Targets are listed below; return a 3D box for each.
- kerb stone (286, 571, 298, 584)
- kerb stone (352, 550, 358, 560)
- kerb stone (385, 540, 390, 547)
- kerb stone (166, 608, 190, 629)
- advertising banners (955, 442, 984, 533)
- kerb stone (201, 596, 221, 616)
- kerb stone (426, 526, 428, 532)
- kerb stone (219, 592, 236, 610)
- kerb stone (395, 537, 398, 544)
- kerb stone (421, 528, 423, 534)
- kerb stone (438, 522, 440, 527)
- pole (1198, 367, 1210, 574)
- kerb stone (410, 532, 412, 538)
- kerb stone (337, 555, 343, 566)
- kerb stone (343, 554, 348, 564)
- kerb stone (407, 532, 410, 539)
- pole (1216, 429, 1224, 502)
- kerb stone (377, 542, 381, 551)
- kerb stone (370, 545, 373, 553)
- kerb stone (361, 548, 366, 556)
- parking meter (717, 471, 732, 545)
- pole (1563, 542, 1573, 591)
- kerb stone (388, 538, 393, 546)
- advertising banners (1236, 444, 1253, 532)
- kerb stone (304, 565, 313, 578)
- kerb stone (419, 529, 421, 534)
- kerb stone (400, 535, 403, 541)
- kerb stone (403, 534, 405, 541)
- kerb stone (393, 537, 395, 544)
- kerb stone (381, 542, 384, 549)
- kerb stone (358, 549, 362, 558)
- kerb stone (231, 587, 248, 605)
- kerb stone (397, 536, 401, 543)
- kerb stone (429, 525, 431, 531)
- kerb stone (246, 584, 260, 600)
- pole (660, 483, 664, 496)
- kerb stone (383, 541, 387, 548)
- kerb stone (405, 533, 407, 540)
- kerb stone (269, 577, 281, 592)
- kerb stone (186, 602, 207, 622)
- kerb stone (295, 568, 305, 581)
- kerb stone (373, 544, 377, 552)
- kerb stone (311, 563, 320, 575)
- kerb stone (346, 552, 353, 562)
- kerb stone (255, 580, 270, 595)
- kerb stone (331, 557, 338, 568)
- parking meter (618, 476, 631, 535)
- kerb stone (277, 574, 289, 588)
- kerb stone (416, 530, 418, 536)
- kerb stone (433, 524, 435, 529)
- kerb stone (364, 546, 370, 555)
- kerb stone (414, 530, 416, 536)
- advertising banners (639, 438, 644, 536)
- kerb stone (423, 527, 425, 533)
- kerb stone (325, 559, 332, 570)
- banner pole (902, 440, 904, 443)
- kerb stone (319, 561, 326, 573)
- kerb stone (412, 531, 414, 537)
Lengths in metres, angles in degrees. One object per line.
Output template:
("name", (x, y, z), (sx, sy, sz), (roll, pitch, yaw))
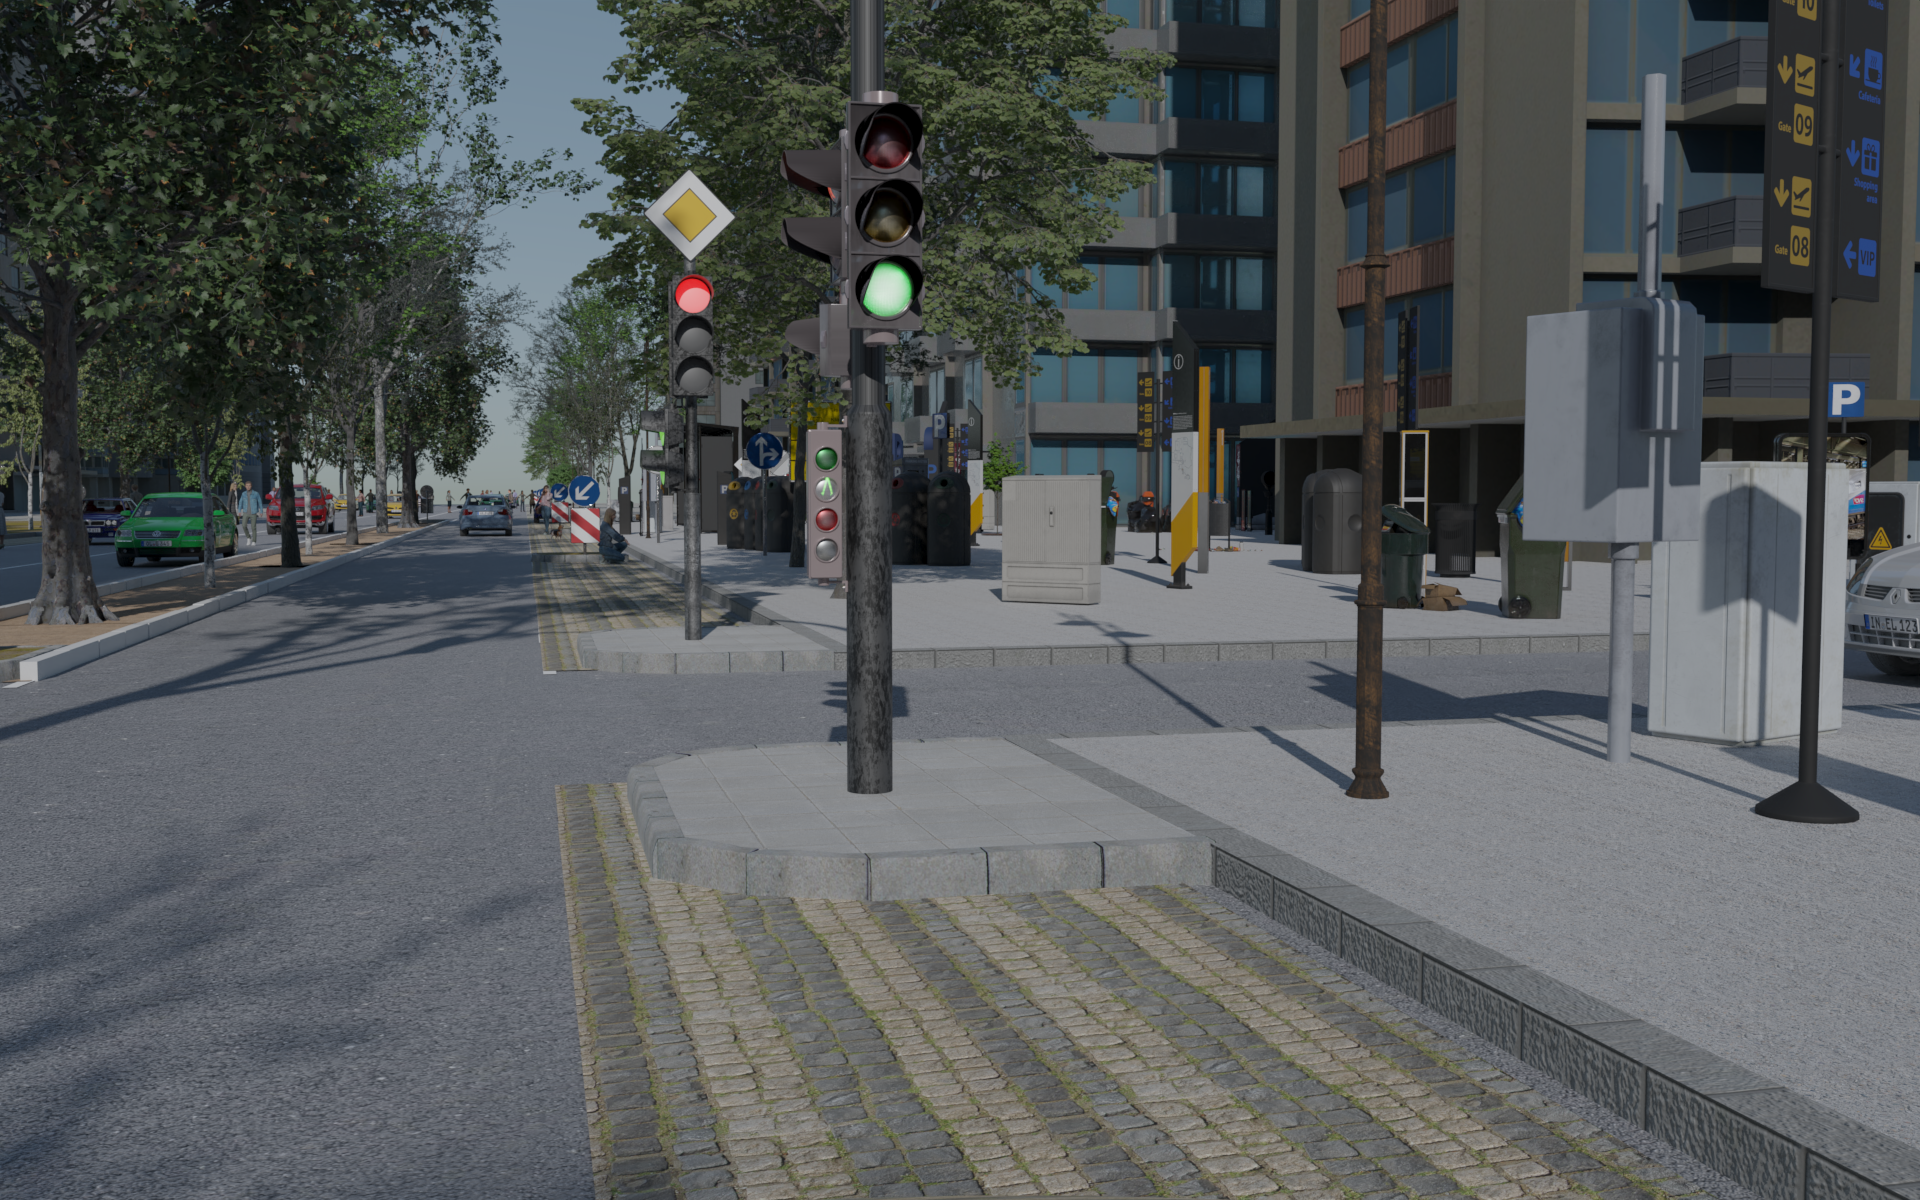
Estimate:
("kerb stone", (-10.742, -0.333, 27.645), (0.120, 0.150, 1.000), (-1, 4, -14))
("kerb stone", (-13.238, -0.940, 37.576), (0.120, 0.150, 1.000), (-1, 4, -14))
("kerb stone", (-15.495, -1.482, 46.524), (0.120, 0.150, 1.000), (-1, 4, -14))
("kerb stone", (-8.495, 0.217, 18.688), (0.120, 0.150, 1.000), (-1, 4, -14))
("advertising banners", (0.274, -3.775, 57.914), (0.090, 3.025, 2.074), (-2, 4, -27))
("kerb stone", (-8.999, 0.093, 20.676), (0.120, 0.150, 1.000), (-1, 4, -14))
("kerb stone", (-19.989, -2.580, 64.423), (0.120, 0.150, 1.000), (-1, 4, -14))
("kerb stone", (-9.242, 0.032, 21.669), (0.120, 0.150, 1.000), (-1, 4, -14))
("kerb stone", (-16.235, -1.670, 49.505), (0.120, 0.150, 1.000), (-1, 4, -14))
("kerb stone", (-19.237, -2.400, 61.442), (0.120, 0.150, 1.000), (-1, 4, -14))
("kerb stone", (-22.239, -3.130, 73.377), (0.120, 0.150, 1.000), (-1, 4, -14))
("pole", (3.928, -2.082, 27.880), (0.158, 3.312, 0.155), (0, 3, 0))
("kerb stone", (-17.730, -2.034, 55.458), (0.120, 0.150, 1.000), (-1, 4, -14))
("kerb stone", (-12.487, -0.758, 34.595), (0.120, 0.150, 1.000), (-1, 4, -14))
("kerb stone", (-12.743, -0.819, 35.589), (0.120, 0.150, 1.000), (-1, 4, -14))
("kerb stone", (-17.484, -1.974, 54.466), (0.120, 0.150, 1.000), (-1, 4, -14))
("pole", (8.107, -3.678, 53.979), (0.158, 3.312, 0.155), (0, 3, 0))
("kerb stone", (-14.739, -1.306, 43.553), (0.120, 0.150, 1.000), (-1, 4, -14))
("kerb stone", (-14.246, -1.183, 41.565), (0.120, 0.150, 1.000), (-1, 4, -14))
("kerb stone", (-13.747, -1.061, 39.572), (0.120, 0.150, 1.000), (-1, 4, -14))
("parking meter", (-5.920, -2.321, 43.661), (0.399, 1.863, 0.255), (-1, 4, -11))
("pole", (8.049, -1.781, 22.960), (0.158, 3.312, 0.155), (0, 3, 0))
("kerb stone", (-15.734, -1.549, 47.518), (0.120, 0.150, 1.000), (-1, 4, -14))
("advertising banners", (9.805, -3.890, 59.792), (0.090, 3.025, 2.074), (0, 4, -6))
("kerb stone", (-11.239, -0.451, 29.629), (0.120, 0.150, 1.000), (-1, 4, -14))
("kerb stone", (-18.982, -2.338, 60.429), (0.120, 0.150, 1.000), (-1, 4, -14))
("kerb stone", (-16.736, -1.792, 51.488), (0.120, 0.150, 1.000), (-1, 4, -14))
("kerb stone", (-16.986, -1.852, 52.479), (0.120, 0.150, 1.000), (-1, 4, -14))
("kerb stone", (-15.992, -1.610, 48.512), (0.120, 0.150, 1.000), (-1, 4, -14))
("kerb stone", (-14.984, -1.362, 44.545), (0.120, 0.150, 1.000), (-1, 4, -14))
("kerb stone", (-13.496, -0.999, 38.576), (0.120, 0.150, 1.000), (-1, 4, -14))
("kerb stone", (-9.495, -0.028, 22.659), (0.120, 0.150, 1.000), (-1, 4, -14))
("kerb stone", (-16.481, -1.727, 50.497), (0.120, 0.150, 1.000), (-1, 4, -14))
("kerb stone", (-20.486, -2.705, 66.421), (0.120, 0.150, 1.000), (-1, 4, -14))
("kerb stone", (-9.733, -0.089, 23.653), (0.120, 0.150, 1.000), (-1, 4, -14))
("pole", (-14.910, -5.681, 86.723), (0.158, 3.312, 0.155), (0, 3, 0))
("kerb stone", (-15.242, -1.419, 45.534), (0.120, 0.150, 1.000), (-1, 4, -14))
("kerb stone", (-17.240, -1.911, 53.474), (0.120, 0.150, 1.000), (-1, 4, -14))
("kerb stone", (-10.233, -0.210, 25.651), (0.120, 0.150, 1.000), (-1, 4, -14))
("kerb stone", (-8.738, 0.163, 19.681), (0.120, 0.150, 1.000), (-1, 4, -14))
("kerb stone", (-10.994, -0.394, 28.637), (0.120, 0.150, 1.000), (-1, 4, -14))
("kerb stone", (-14.492, -1.246, 42.561), (0.120, 0.150, 1.000), (-1, 4, -14))
("kerb stone", (-11.485, -0.515, 30.621), (0.120, 0.150, 1.000), (-1, 4, -14))
("kerb stone", (-12.986, -0.880, 36.585), (0.120, 0.150, 1.000), (-1, 4, -14))
("kerb stone", (-9.995, -0.151, 24.657), (0.120, 0.150, 1.000), (-1, 4, -14))
("kerb stone", (-12.236, -0.698, 33.604), (0.120, 0.150, 1.000), (-1, 4, -14))
("parking meter", (-10.601, -2.997, 54.713), (0.399, 1.863, 0.255), (0, 4, -6))
("kerb stone", (-10.490, -0.270, 26.650), (0.120, 0.150, 1.000), (-1, 4, -14))
("kerb stone", (-18.484, -2.216, 58.444), (0.120, 0.150, 1.000), (-1, 4, -14))
("kerb stone", (-21.235, -2.887, 69.398), (0.120, 0.150, 1.000), (-1, 4, -14))
("kerb stone", (-13.994, -1.121, 40.564), (0.120, 0.150, 1.000), (-1, 4, -14))
("kerb stone", (-18.233, -2.156, 57.443), (0.120, 0.150, 1.000), (-1, 4, -14))
("advertising banners", (-9.815, -3.497, 53.370), (0.090, 3.025, 2.074), (0, 4, -8))
("kerb stone", (-19.483, -2.461, 62.439), (0.120, 0.150, 1.000), (-1, 4, -14))
("kerb stone", (-11.985, -0.637, 32.610), (0.120, 0.150, 1.000), (-1, 4, -14))
("banner pole", (-2.709, -4.945, 70.870), (0.863, 3.779, 0.401), (0, 4, -6))
("kerb stone", (-11.735, -0.576, 31.615), (0.120, 0.150, 1.000), (-1, 4, -14))
("kerb stone", (-17.985, -2.094, 56.451), (0.120, 0.150, 1.000), (-1, 4, -14))
